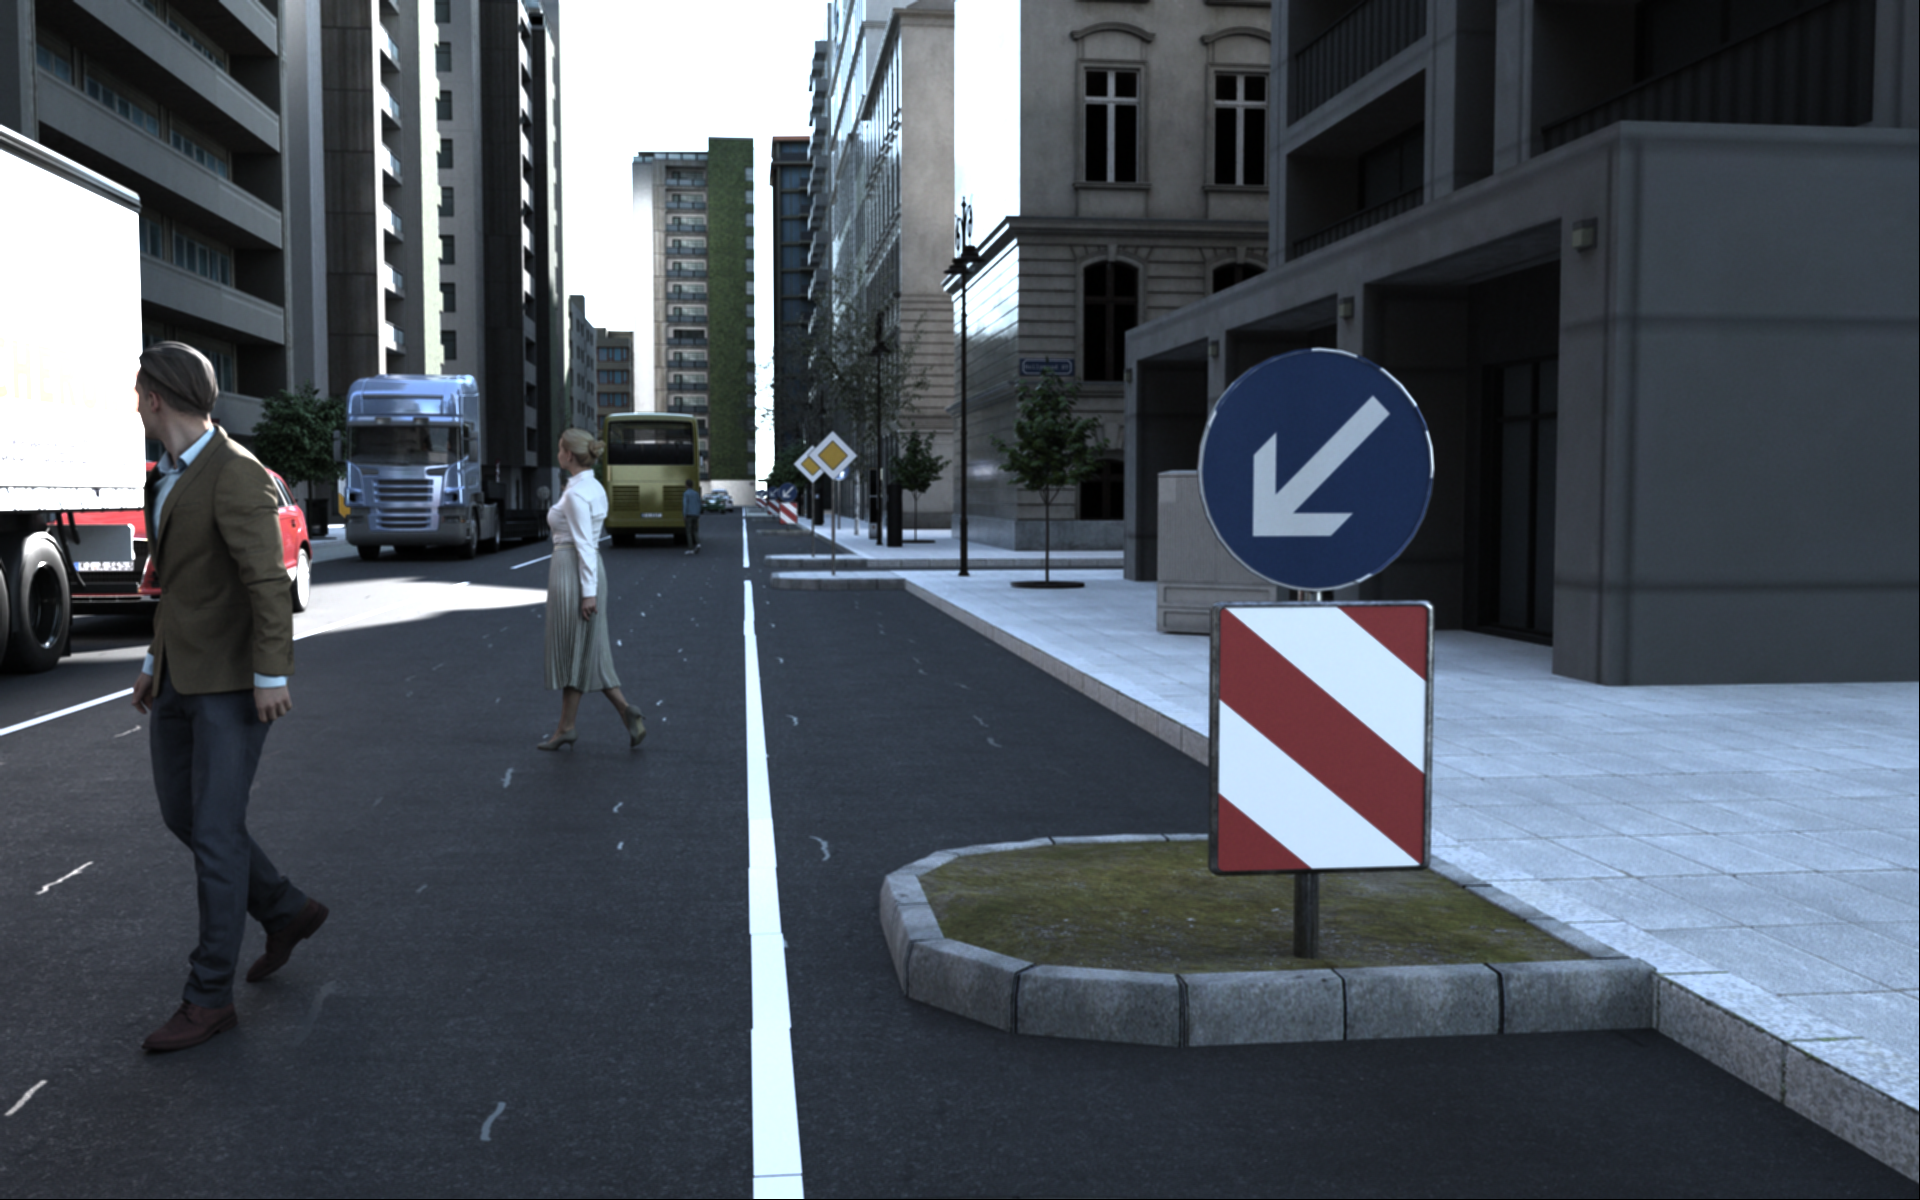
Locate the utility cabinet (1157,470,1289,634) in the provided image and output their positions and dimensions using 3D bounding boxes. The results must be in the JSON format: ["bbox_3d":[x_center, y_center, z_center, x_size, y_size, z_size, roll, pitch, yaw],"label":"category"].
[{"bbox_3d":[2.375,-0.428,15.683,1.173,1.500,0.318,2,4,33],"label":"utility cabinet"}]

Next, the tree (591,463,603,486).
[{"bbox_3d":[-31.681,-10.500,155.382,4.285,4.588,4.351,0,3,0],"label":"tree"}]

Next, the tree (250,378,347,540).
[{"bbox_3d":[-18.446,-3.995,49.036,4.285,4.588,4.351,0,3,0],"label":"tree"}]

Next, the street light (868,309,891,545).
[{"bbox_3d":[-2.032,-4.324,43.482,0.468,5.910,1.993,0,4,-7],"label":"street light"}]

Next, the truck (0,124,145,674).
[{"bbox_3d":[-8.068,-1.316,10.433,2.839,4.237,11.283,0,4,-7],"label":"truck"}]

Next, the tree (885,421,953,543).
[{"bbox_3d":[-1.241,-3.137,45.897,1.663,3.219,1.824,0,3,0],"label":"tree"}]

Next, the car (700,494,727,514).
[{"bbox_3d":[-17.979,-6.972,125.793,2.131,1.459,4.920,-1,4,-9],"label":"car"}]

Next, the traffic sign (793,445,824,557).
[{"bbox_3d":[-2.997,-1.933,35.248,0.795,2.450,0.064,0,4,-7],"label":"traffic sign"}]

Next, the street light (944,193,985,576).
[{"bbox_3d":[0.061,-3.317,27.014,0.468,5.910,1.993,0,4,-7],"label":"street light"}]

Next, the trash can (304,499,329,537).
[{"bbox_3d":[-19.352,-2.476,52.137,0.748,1.137,0.748,0,3,0],"label":"trash can"}]

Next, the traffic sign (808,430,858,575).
[{"bbox_3d":[-2.003,-1.448,27.325,0.795,2.450,0.064,0,4,-7],"label":"traffic sign"}]

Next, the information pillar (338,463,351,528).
[{"bbox_3d":[-23.411,-4.557,65.866,0.183,3.616,0.504,2,4,34],"label":"information pillar"}]

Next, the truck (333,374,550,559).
[{"bbox_3d":[-12.830,-3.372,44.889,2.967,4.110,18.799,0,4,-8],"label":"truck"}]

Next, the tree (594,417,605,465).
[{"bbox_3d":[-33.045,-13.103,164.595,4.737,8.622,4.395,0,3,0],"label":"tree"}]

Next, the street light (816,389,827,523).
[{"bbox_3d":[-6.071,-6.331,76.307,0.468,5.910,1.993,0,4,-7],"label":"street light"}]

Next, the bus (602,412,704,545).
[{"bbox_3d":[-9.079,-3.679,51.704,2.896,3.916,12.252,-1,4,-9],"label":"bus"}]

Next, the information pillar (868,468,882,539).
[{"bbox_3d":[-2.414,-2.755,49.541,0.304,2.012,0.304,1,4,22],"label":"information pillar"}]

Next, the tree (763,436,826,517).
[{"bbox_3d":[-9.022,-7.035,98.733,4.285,4.588,4.351,0,3,0],"label":"tree"}]

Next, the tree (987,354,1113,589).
[{"bbox_3d":[1.097,-1.789,23.852,1.663,3.219,1.824,0,3,0],"label":"tree"}]

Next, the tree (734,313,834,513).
[{"bbox_3d":[-10.078,-12.608,116.510,12.009,13.543,11.850,0,3,0],"label":"tree"}]

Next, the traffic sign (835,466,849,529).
[{"bbox_3d":[-4.396,-3.839,62.877,0.768,2.556,0.104,0,4,-5],"label":"traffic sign"}]

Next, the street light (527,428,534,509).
[{"bbox_3d":[-24.736,-7.747,99.446,0.468,5.910,1.993,0,4,-7],"label":"street light"}]

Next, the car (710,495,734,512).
[{"bbox_3d":[-19.103,-7.714,138.483,2.083,1.381,4.827,-1,4,-8],"label":"car"}]

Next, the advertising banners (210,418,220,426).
[{"bbox_3d":[-17.534,-2.633,39.231,0.090,3.025,2.074,1,4,23],"label":"advertising banners"}]

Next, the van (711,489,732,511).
[{"bbox_3d":[-20.797,-8.749,150.052,2.013,2.044,4.112,0,4,-6],"label":"van"}]

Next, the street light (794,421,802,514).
[{"bbox_3d":[-10.234,-8.338,109.117,0.468,5.910,1.993,0,4,-7],"label":"street light"}]

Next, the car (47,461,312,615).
[{"bbox_3d":[-8.734,-0.656,19.406,2.281,1.827,5.304,-1,4,-9],"label":"car"}]

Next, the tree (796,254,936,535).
[{"bbox_3d":[-3.007,-6.347,54.136,4.360,8.622,3.978,0,3,0],"label":"tree"}]

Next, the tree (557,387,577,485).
[{"bbox_3d":[-26.454,-9.880,111.897,4.360,8.622,3.978,0,3,0],"label":"tree"}]

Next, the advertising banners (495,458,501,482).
[{"bbox_3d":[-22.844,-5.388,84.282,0.090,3.025,2.074,1,4,14],"label":"advertising banners"}]
